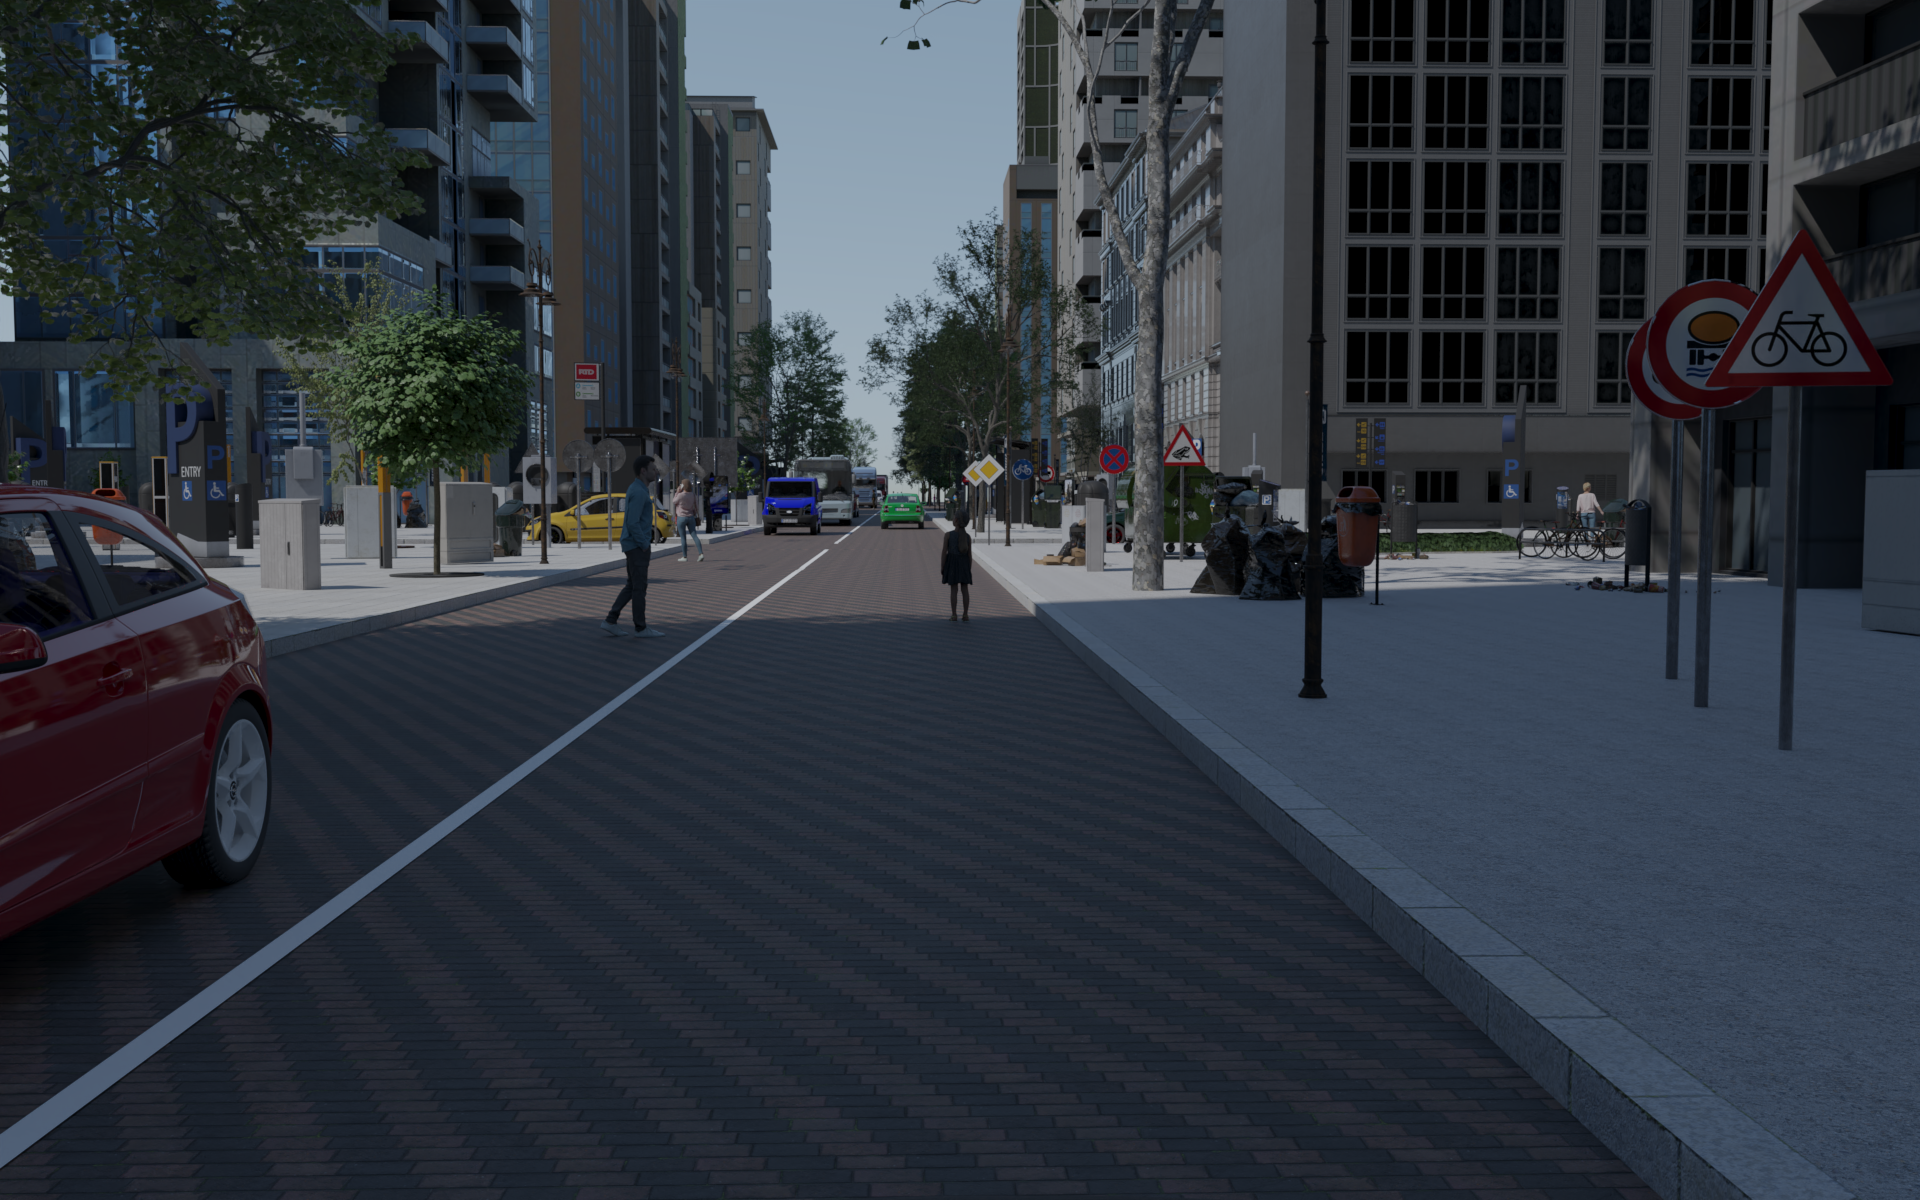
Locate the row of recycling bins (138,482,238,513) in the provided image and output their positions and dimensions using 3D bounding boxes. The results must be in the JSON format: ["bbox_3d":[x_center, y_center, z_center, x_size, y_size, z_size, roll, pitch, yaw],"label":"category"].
[{"bbox_3d":[-26.965,-3.283,60.783,3.534,1.692,1.069,0,4,-7],"label":"row of recycling bins"}]

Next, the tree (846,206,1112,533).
[{"bbox_3d":[0.660,-7.496,56.979,8.767,10.594,7.601,0,4,1],"label":"tree"}]

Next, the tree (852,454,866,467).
[{"bbox_3d":[-16.840,-20.415,284.141,4.737,8.622,4.395,0,3,0],"label":"tree"}]

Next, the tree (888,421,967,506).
[{"bbox_3d":[-3.290,-16.937,193.924,9.611,12.733,9.660,0,3,0],"label":"tree"}]

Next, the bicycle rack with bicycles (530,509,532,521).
[{"bbox_3d":[-14.910,-2.942,61.484,2.925,0.926,2.852,1,4,10],"label":"bicycle rack with bicycles"}]

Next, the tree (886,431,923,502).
[{"bbox_3d":[-5.211,-20.055,238.272,12.009,13.543,11.850,0,3,0],"label":"tree"}]

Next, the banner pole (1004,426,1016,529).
[{"bbox_3d":[1.790,-4.545,64.325,0.401,3.779,0.863,-1,4,-20],"label":"banner pole"}]

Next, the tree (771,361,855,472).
[{"bbox_3d":[-12.546,-13.902,145.423,7.486,12.596,7.792,0,3,0],"label":"tree"}]

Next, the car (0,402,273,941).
[{"bbox_3d":[-3.460,0.253,4.903,2.155,1.783,4.494,0,4,-3],"label":"car"}]

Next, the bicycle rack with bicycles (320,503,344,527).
[{"bbox_3d":[-25.319,-3.410,69.143,2.852,0.926,2.925,1,4,16],"label":"bicycle rack with bicycles"}]

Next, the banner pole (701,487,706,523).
[{"bbox_3d":[-11.180,-5.296,76.610,0.863,3.779,0.401,-3,4,-36],"label":"banner pole"}]

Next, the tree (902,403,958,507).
[{"bbox_3d":[-2.513,-15.896,178.027,7.486,12.596,7.792,0,3,0],"label":"tree"}]

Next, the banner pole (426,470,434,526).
[{"bbox_3d":[-21.201,-4.855,69.393,0.401,3.779,0.863,2,4,30],"label":"banner pole"}]

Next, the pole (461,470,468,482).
[{"bbox_3d":[-15.050,-3.594,52.607,0.158,3.312,0.155,0,3,0],"label":"pole"}]

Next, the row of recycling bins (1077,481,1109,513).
[{"bbox_3d":[4.182,-2.906,54.620,1.069,1.692,3.534,0,4,4],"label":"row of recycling bins"}]

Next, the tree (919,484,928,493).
[{"bbox_3d":[-5.905,-17.659,283.318,1.663,3.219,1.824,0,3,0],"label":"tree"}]

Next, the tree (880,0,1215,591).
[{"bbox_3d":[3.564,-10.253,23.527,12.611,20.169,13.585,0,3,0],"label":"tree"}]

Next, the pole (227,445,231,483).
[{"bbox_3d":[-30.127,-4.743,71.391,0.158,3.312,0.155,0,3,0],"label":"pole"}]

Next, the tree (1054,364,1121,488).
[{"bbox_3d":[7.148,-9.103,99.193,4.360,8.622,3.978,0,3,0],"label":"tree"}]

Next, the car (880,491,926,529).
[{"bbox_3d":[-2.377,-3.868,72.038,1.959,1.807,4.718,0,4,-1],"label":"car"}]

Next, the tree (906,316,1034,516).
[{"bbox_3d":[0.459,-10.649,99.864,9.928,11.665,9.643,0,3,0],"label":"tree"}]

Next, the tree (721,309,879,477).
[{"bbox_3d":[-9.719,-10.459,96.758,9.928,11.665,9.643,0,3,0],"label":"tree"}]

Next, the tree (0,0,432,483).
[{"bbox_3d":[-8.099,-5.816,13.213,7.486,12.596,7.792,0,3,0],"label":"tree"}]

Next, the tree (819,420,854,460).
[{"bbox_3d":[-11.657,-12.465,154.167,4.360,8.622,3.978,0,3,0],"label":"tree"}]

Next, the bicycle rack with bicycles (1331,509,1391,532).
[{"bbox_3d":[13.152,-2.770,58.664,2.852,0.926,2.925,-3,5,-42],"label":"bicycle rack with bicycles"}]

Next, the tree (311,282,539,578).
[{"bbox_3d":[-8.268,-2.646,26.979,4.285,4.588,4.351,0,3,0],"label":"tree"}]

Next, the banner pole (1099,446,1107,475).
[{"bbox_3d":[7.395,-6.088,89.549,0.401,3.779,0.863,3,5,45],"label":"banner pole"}]

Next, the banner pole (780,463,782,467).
[{"bbox_3d":[-12.613,-8.085,122.207,0.401,3.779,0.863,-1,4,-10],"label":"banner pole"}]

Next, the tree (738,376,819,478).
[{"bbox_3d":[-11.441,-9.545,106.417,4.360,8.622,3.978,0,3,0],"label":"tree"}]

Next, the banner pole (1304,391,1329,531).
[{"bbox_3d":[8.633,-3.193,42.215,0.863,3.779,0.401,-2,4,-27],"label":"banner pole"}]

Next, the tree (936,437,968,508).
[{"bbox_3d":[-1.153,-12.615,156.623,4.360,8.622,3.978,0,3,0],"label":"tree"}]

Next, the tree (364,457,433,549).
[{"bbox_3d":[-13.483,-2.834,40.945,1.663,3.219,1.824,0,3,0],"label":"tree"}]

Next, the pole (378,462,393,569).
[{"bbox_3d":[-9.877,-2.193,29.704,0.158,3.312,0.155,0,3,0],"label":"pole"}]

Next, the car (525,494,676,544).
[{"bbox_3d":[-9.719,-2.244,46.910,3.980,1.641,2.015,0,4,-3],"label":"car"}]

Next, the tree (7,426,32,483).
[{"bbox_3d":[-22.901,-2.841,41.056,1.663,3.219,1.824,0,3,0],"label":"tree"}]

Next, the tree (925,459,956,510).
[{"bbox_3d":[-1.225,-9.734,142.871,4.285,4.588,4.351,0,3,0],"label":"tree"}]

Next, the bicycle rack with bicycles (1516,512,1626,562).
[{"bbox_3d":[12.222,-1.267,34.092,2.852,0.926,2.925,-3,5,-40],"label":"bicycle rack with bicycles"}]

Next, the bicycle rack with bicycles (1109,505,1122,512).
[{"bbox_3d":[7.055,-4.277,83.313,2.925,0.926,2.852,0,4,7],"label":"bicycle rack with bicycles"}]

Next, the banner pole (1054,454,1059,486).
[{"bbox_3d":[6.057,-7.272,108.910,0.401,3.779,0.863,2,4,28],"label":"banner pole"}]

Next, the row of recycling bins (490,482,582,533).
[{"bbox_3d":[-14.403,-3.124,58.196,3.534,1.692,1.069,-2,4,-34],"label":"row of recycling bins"}]

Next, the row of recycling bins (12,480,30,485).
[{"bbox_3d":[-29.289,-2.710,51.414,1.069,1.692,3.534,2,4,34],"label":"row of recycling bins"}]

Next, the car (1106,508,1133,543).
[{"bbox_3d":[5.313,-2.267,46.855,4.222,1.686,2.009,0,3,0],"label":"car"}]

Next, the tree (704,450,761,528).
[{"bbox_3d":[-9.069,-4.590,69.646,1.663,3.219,1.824,0,3,0],"label":"tree"}]

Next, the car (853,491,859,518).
[{"bbox_3d":[-7.312,-6.008,106.905,2.281,1.827,5.304,0,4,-1],"label":"car"}]

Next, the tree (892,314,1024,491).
[{"bbox_3d":[-0.195,-12.885,117.319,9.857,13.997,8.962,0,3,0],"label":"tree"}]

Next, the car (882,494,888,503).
[{"bbox_3d":[-5.537,-8.272,145.036,2.009,1.686,4.222,0,4,-2],"label":"car"}]
